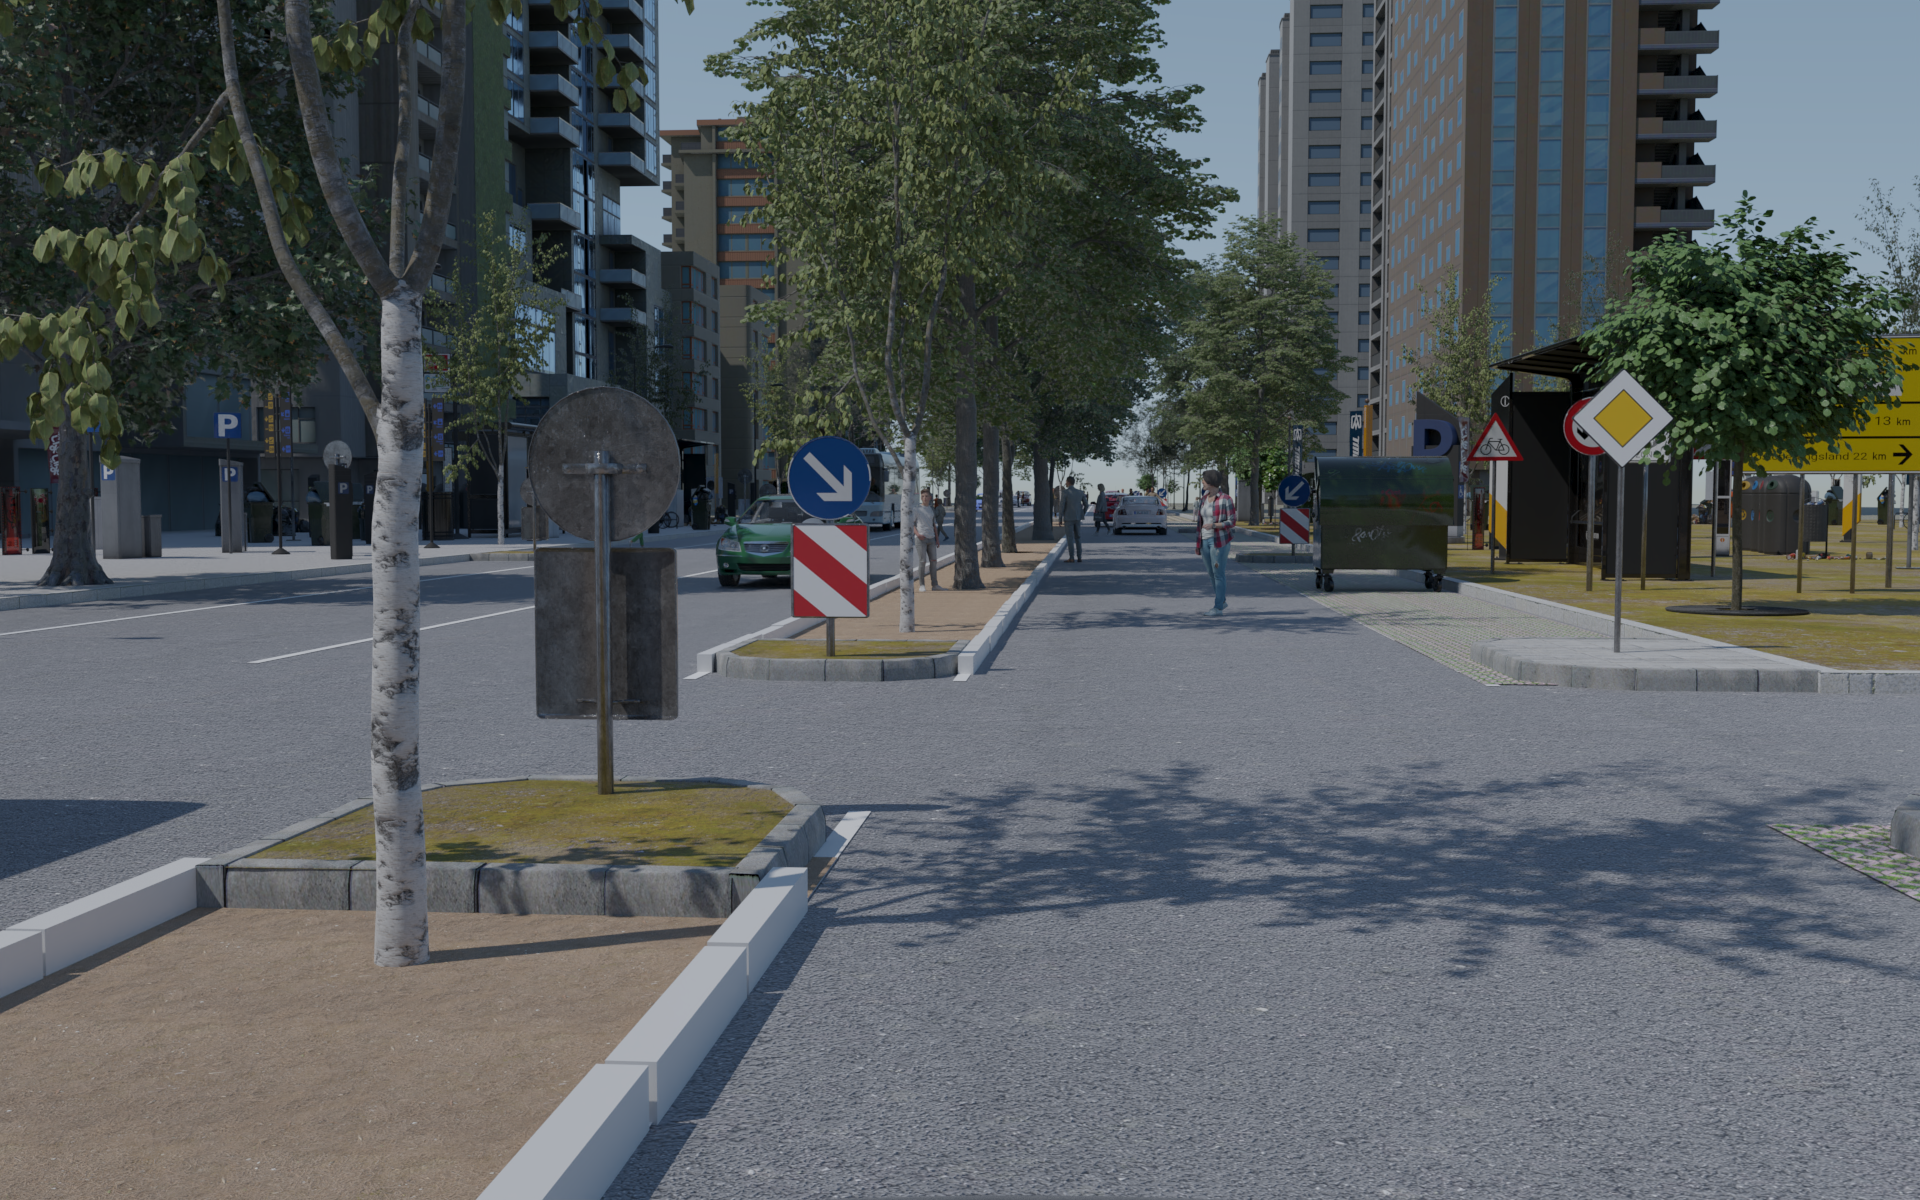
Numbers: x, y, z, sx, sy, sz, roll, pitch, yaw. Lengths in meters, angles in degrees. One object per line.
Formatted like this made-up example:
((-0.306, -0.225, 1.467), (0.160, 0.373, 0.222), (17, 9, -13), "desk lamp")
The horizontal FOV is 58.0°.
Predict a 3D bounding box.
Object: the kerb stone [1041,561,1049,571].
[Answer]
((1.506, -0.571, 31.581), (0.120, 0.150, 1.000), (0, 4, 5), "kerb stone")

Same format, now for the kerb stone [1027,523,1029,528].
((2.653, -3.020, 71.573), (0.120, 0.150, 1.000), (0, 4, 5), "kerb stone")

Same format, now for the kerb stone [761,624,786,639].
((-1.823, 0.362, 16.422), (0.120, 0.150, 1.000), (0, 4, 5), "kerb stone")

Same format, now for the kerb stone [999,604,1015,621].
((0.500, 0.176, 19.313), (0.120, 0.150, 1.000), (0, 4, 5), "kerb stone")

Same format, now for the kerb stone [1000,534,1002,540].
((1.484, -2.143, 57.282), (0.120, 0.150, 1.000), (0, 4, 5), "kerb stone")

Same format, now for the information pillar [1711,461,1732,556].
((15.736, -1.914, 35.780), (0.304, 2.012, 0.304), (1, 4, 11), "information pillar")

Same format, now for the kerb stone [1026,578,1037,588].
((1.009, -0.191, 25.449), (0.120, 0.150, 1.000), (0, 4, 5), "kerb stone")

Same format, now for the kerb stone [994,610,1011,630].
((0.423, 0.239, 18.287), (0.120, 0.150, 1.000), (0, 4, 5), "kerb stone")

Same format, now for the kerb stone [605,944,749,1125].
((-0.706, 1.090, 4.430), (0.120, 0.150, 1.000), (0, 4, 5), "kerb stone")

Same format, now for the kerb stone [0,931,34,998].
((-2.793, 1.077, 4.591), (0.120, 0.150, 1.000), (0, 4, 5), "kerb stone")

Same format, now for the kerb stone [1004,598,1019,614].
((0.579, 0.115, 20.340), (0.120, 0.150, 1.000), (0, 4, 5), "kerb stone")

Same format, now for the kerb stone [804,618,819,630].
((-1.669, 0.227, 18.489), (0.120, 0.150, 1.000), (0, 4, 5), "kerb stone")

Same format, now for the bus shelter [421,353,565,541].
((-13.930, -4.538, 51.824), (2.179, 5.291, 8.768), (0, 4, 5), "bus shelter")

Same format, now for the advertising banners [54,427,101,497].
((-22.166, -2.928, 44.066), (2.074, 3.025, 0.090), (-1, 4, -11), "advertising banners")

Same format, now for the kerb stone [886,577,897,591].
((-1.086, -0.210, 25.629), (0.120, 0.150, 1.000), (0, 4, 5), "kerb stone")

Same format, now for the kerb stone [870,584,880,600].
((-1.247, -0.085, 23.591), (0.120, 0.150, 1.000), (0, 4, 5), "kerb stone")

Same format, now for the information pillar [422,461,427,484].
((-22.256, -4.916, 71.735), (0.183, 3.616, 0.504), (2, 4, 32), "information pillar")

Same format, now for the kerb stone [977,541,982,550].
((0.573, -1.459, 46.058), (0.120, 0.150, 1.000), (0, 4, 5), "kerb stone")

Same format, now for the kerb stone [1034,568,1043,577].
((1.247, -0.387, 28.521), (0.120, 0.150, 1.000), (0, 4, 5), "kerb stone")

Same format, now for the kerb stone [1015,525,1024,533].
((2.309, -2.766, 67.491), (0.120, 0.150, 1.000), (0, 4, 5), "kerb stone")

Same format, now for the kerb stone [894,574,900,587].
((-1.003, -0.267, 26.652), (0.120, 0.150, 1.000), (0, 4, 5), "kerb stone")

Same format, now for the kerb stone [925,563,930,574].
((-0.675, -0.523, 30.744), (0.120, 0.150, 1.000), (0, 4, 5), "kerb stone")

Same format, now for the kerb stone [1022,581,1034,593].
((0.926, -0.137, 24.430), (0.120, 0.150, 1.000), (0, 4, 5), "kerb stone")

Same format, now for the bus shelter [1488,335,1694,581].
((10.247, -2.278, 28.527), (1.731, 3.624, 6.357), (0, 4, 4), "bus shelter")

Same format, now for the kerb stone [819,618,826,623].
((-1.586, 0.164, 19.508), (0.120, 0.150, 1.000), (0, 4, 5), "kerb stone")

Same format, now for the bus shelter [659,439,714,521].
((-12.408, -5.226, 76.728), (1.731, 3.624, 6.357), (0, 4, 5), "bus shelter")

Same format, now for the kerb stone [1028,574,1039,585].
((1.083, -0.256, 26.472), (0.120, 0.150, 1.000), (0, 4, 5), "kerb stone")

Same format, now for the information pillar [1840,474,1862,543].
((23.582, -3.327, 45.754), (0.183, 3.616, 0.504), (-2, 4, -29), "information pillar")

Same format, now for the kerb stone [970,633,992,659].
((0.166, 0.426, 15.229), (0.120, 0.150, 1.000), (0, 4, 5), "kerb stone")

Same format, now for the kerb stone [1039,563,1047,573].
((1.413, -0.506, 30.558), (0.120, 0.150, 1.000), (0, 4, 5), "kerb stone")

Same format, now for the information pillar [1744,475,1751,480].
((35.887, -5.354, 78.889), (0.504, 3.616, 0.183), (-3, 4, -38), "information pillar")

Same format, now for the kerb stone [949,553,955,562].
((-0.258, -0.835, 35.843), (0.120, 0.150, 1.000), (0, 4, 5), "kerb stone")

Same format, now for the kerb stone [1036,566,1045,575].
((1.332, -0.446, 29.539), (0.120, 0.150, 1.000), (0, 4, 5), "kerb stone")

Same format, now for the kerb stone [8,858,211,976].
((-2.717, 1.014, 5.610), (0.120, 0.150, 1.000), (0, 4, 5), "kerb stone")

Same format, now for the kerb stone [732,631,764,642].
((-1.919, 0.417, 15.404), (0.120, 0.150, 1.000), (0, 4, 5), "kerb stone")

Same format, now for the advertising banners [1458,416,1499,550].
((11.915, -2.661, 39.692), (2.074, 3.025, 0.090), (-3, 5, -44), "advertising banners")

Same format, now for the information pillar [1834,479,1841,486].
((42.329, -4.843, 83.678), (0.304, 2.012, 0.304), (1, 4, 18), "information pillar")

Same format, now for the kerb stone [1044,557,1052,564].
((1.667, -0.699, 33.618), (0.120, 0.150, 1.000), (0, 4, 5), "kerb stone")

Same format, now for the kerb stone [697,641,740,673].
((-2.008, 0.478, 14.373), (0.120, 0.150, 1.000), (0, 4, 5), "kerb stone")

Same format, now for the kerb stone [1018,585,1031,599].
((0.844, -0.073, 23.411), (0.120, 0.150, 1.000), (0, 4, 5), "kerb stone")

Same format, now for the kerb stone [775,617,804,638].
((-1.748, 0.290, 17.460), (0.120, 0.150, 1.000), (0, 4, 5), "kerb stone")

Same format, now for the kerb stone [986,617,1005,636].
((0.334, 0.302, 17.269), (0.120, 0.150, 1.000), (0, 4, 5), "kerb stone")

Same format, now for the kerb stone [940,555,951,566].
((-0.338, -0.772, 34.824), (0.120, 0.150, 1.000), (0, 4, 5), "kerb stone")

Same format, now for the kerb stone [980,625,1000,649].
((0.260, 0.367, 16.247), (0.120, 0.150, 1.000), (0, 4, 5), "kerb stone")

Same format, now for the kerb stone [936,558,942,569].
((-0.500, -0.645, 32.787), (0.120, 0.150, 1.000), (0, 4, 5), "kerb stone")

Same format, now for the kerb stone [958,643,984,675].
((0.085, 0.488, 14.211), (0.120, 0.150, 1.000), (0, 4, 5), "kerb stone")

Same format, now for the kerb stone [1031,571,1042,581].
((1.177, -0.321, 27.490), (0.120, 0.150, 1.000), (0, 4, 5), "kerb stone")

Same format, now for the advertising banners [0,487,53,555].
((-19.951, -2.460, 36.413), (0.090, 3.025, 2.074), (1, 4, 18), "advertising banners")

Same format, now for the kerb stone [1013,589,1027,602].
((0.749, -0.012, 22.389), (0.120, 0.150, 1.000), (0, 4, 5), "kerb stone")

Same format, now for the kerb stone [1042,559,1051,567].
((1.592, -0.636, 32.599), (0.120, 0.150, 1.000), (0, 4, 5), "kerb stone")

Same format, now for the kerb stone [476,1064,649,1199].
((-0.800, 1.150, 3.404), (0.120, 0.150, 1.000), (0, 4, 5), "kerb stone")

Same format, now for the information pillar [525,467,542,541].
((-11.652, -2.621, 47.347), (0.304, 2.012, 0.304), (2, 4, 30), "information pillar")

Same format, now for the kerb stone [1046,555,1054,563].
((1.753, -0.761, 34.637), (0.120, 0.150, 1.000), (0, 4, 5), "kerb stone")

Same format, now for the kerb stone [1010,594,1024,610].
((0.671, 0.057, 21.370), (0.120, 0.150, 1.000), (0, 4, 5), "kerb stone")

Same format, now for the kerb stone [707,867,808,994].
((-0.624, 1.024, 5.455), (0.120, 0.150, 1.000), (0, 4, 5), "kerb stone")

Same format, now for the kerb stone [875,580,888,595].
((-1.174, -0.148, 24.610), (0.120, 0.150, 1.000), (0, 4, 5), "kerb stone")

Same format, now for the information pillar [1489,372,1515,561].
((10.484, -2.577, 33.495), (0.183, 3.616, 0.504), (-3, 4, -37), "information pillar")

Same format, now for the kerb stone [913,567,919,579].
((-0.755, -0.459, 29.723), (0.120, 0.150, 1.000), (0, 4, 5), "kerb stone")
